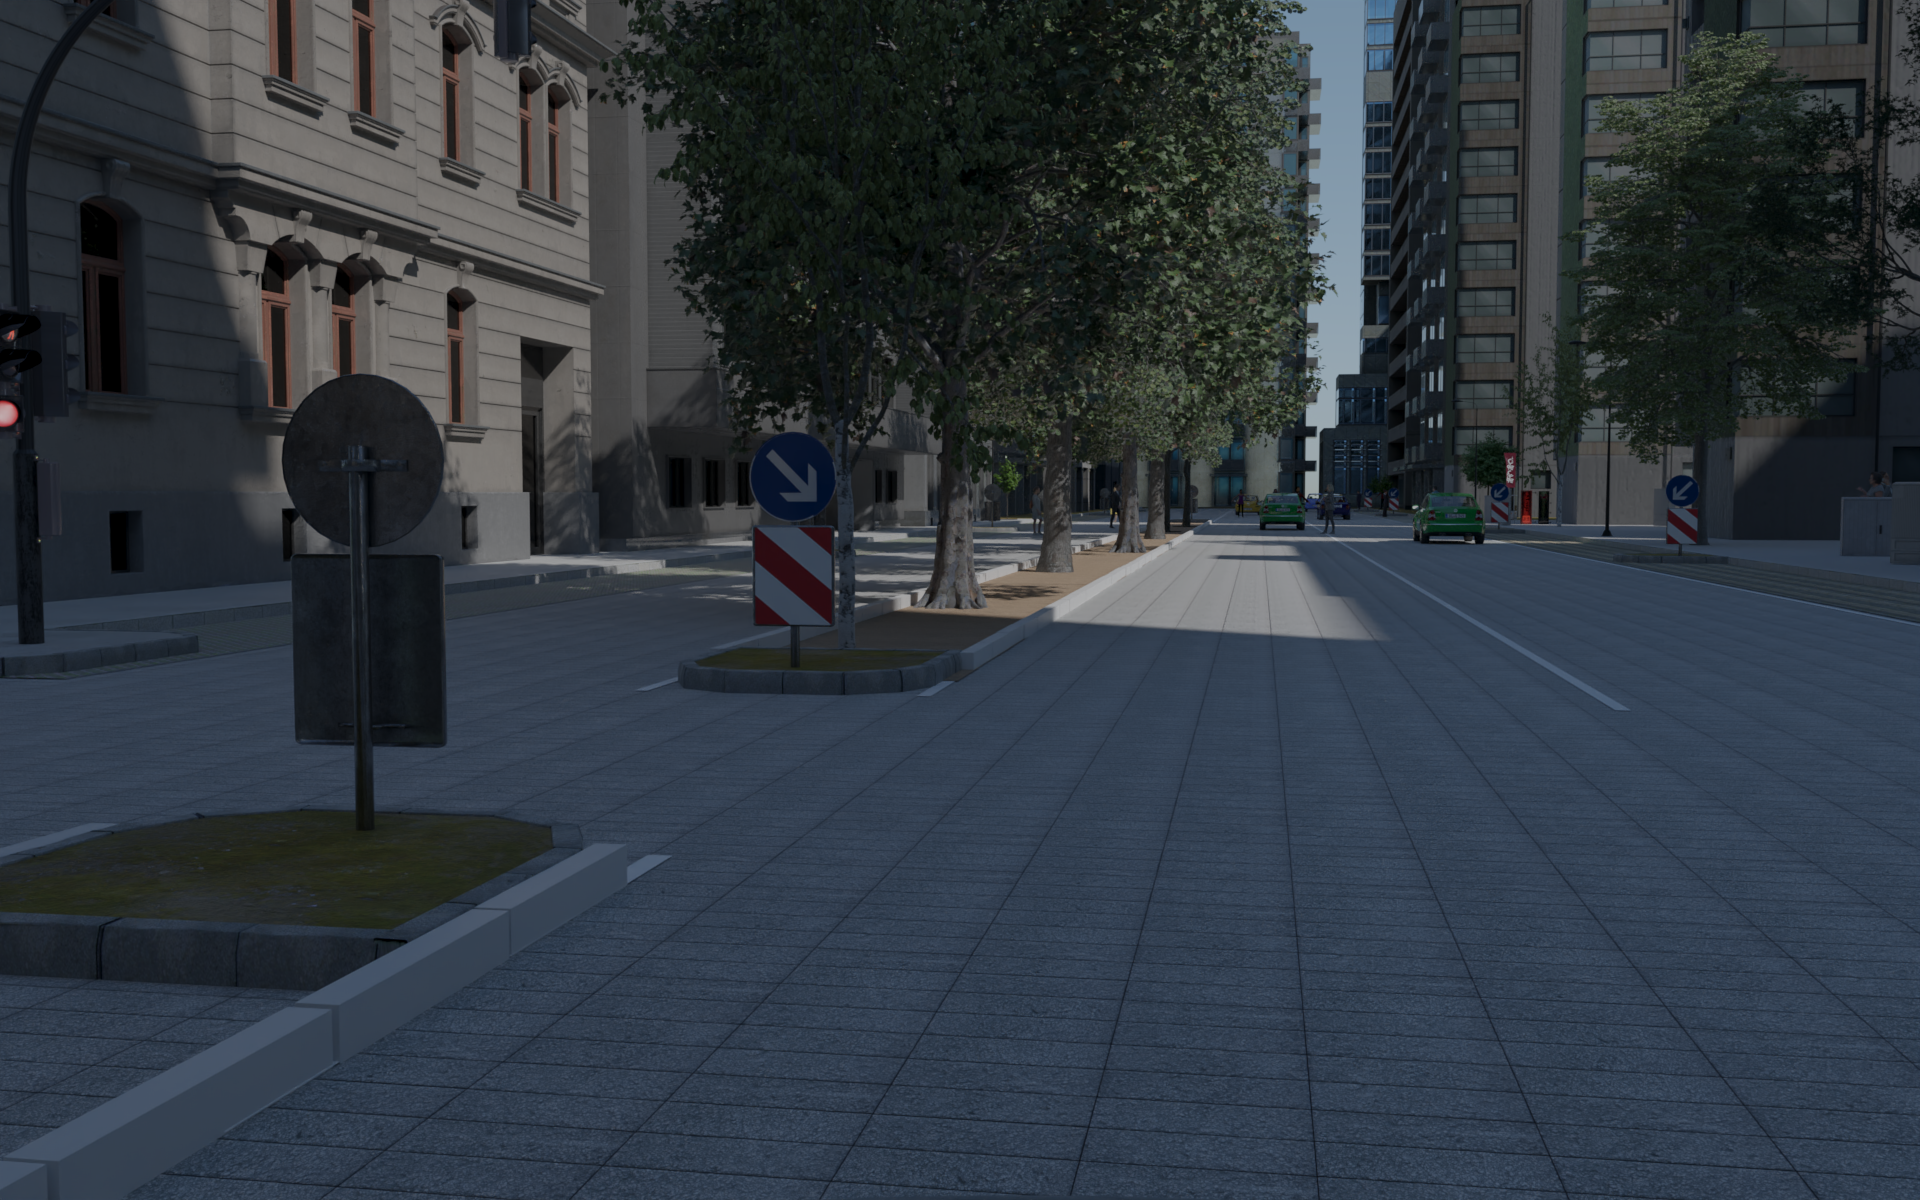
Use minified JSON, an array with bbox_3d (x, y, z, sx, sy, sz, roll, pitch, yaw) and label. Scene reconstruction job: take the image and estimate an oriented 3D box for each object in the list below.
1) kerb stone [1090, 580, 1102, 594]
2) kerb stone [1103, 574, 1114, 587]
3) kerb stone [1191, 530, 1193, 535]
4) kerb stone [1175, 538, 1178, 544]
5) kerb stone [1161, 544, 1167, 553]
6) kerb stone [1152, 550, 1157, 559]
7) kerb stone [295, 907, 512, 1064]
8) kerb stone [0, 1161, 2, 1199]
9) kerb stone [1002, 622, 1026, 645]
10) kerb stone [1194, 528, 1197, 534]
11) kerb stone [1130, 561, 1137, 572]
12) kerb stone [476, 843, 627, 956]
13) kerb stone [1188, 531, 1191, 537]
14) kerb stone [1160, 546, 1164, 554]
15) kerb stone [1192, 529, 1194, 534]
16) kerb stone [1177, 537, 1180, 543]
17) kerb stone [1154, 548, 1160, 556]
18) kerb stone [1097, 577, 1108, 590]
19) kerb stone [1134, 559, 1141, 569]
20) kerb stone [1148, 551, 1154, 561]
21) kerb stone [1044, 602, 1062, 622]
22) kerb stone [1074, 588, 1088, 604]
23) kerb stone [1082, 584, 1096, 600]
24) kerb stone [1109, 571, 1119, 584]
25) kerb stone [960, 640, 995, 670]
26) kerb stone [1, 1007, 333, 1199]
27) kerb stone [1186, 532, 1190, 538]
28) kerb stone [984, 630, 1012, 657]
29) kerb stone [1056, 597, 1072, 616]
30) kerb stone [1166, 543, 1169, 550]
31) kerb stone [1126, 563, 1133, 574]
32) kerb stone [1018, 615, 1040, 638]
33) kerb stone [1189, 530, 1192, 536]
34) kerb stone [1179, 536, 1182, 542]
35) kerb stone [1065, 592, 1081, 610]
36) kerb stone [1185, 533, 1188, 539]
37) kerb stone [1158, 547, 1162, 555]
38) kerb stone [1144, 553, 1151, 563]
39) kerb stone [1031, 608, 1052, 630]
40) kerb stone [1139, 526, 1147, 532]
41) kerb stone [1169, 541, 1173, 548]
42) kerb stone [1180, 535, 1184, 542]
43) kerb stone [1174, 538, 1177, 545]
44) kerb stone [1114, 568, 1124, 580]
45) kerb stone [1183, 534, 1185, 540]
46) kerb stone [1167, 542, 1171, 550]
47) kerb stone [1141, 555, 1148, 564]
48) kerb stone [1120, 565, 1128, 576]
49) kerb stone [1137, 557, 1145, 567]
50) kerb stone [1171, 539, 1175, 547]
[{"bbox_3d":[1.880,-0.146,24.634,0.120,0.150,1.000,1,4,10],"label":"kerb stone"},{"bbox_3d":[2.225,-0.270,26.649,0.120,0.150,1.000,1,4,10],"label":"kerb stone"},{"bbox_3d":[7.643,-2.190,58.001,0.120,0.150,1.000,1,4,10],"label":"kerb stone"},{"bbox_3d":[5.887,-1.571,47.892,0.120,0.150,1.000,1,4,10],"label":"kerb stone"},{"bbox_3d":[4.850,-1.200,41.813,0.120,0.150,1.000,1,4,10],"label":"kerb stone"},{"bbox_3d":[4.151,-0.952,37.765,0.120,0.150,1.000,1,4,10],"label":"kerb stone"},{"bbox_3d":[-1.533,1.061,4.853,0.120,0.150,1.000,1,4,10],"label":"kerb stone"},{"bbox_3d":[-1.892,1.184,2.838,0.120,0.150,1.000,1,4,10],"label":"kerb stone"},{"bbox_3d":[0.480,0.345,16.551,0.120,0.150,1.000,1,4,10],"label":"kerb stone"},{"bbox_3d":[8.167,-2.371,61.025,0.120,0.150,1.000,1,4,10],"label":"kerb stone"},{"bbox_3d":[3.106,-0.577,31.691,0.120,0.150,1.000,1,4,10],"label":"kerb stone"},{"bbox_3d":[-1.363,0.999,5.861,0.120,0.150,1.000,1,4,10],"label":"kerb stone"},{"bbox_3d":[7.291,-2.061,55.987,0.120,0.150,1.000,1,4,10],"label":"kerb stone"},{"bbox_3d":[4.669,-1.131,40.807,0.120,0.150,1.000,1,4,10],"label":"kerb stone"},{"bbox_3d":[7.819,-2.252,59.009,0.120,0.150,1.000,1,4,10],"label":"kerb stone"},{"bbox_3d":[6.067,-1.633,48.898,0.120,0.150,1.000,1,4,10],"label":"kerb stone"},{"bbox_3d":[4.324,-1.014,38.781,0.120,0.150,1.000,1,4,10],"label":"kerb stone"},{"bbox_3d":[2.051,-0.209,25.642,0.120,0.150,1.000,1,4,10],"label":"kerb stone"},{"bbox_3d":[3.276,-0.639,32.703,0.120,0.150,1.000,1,4,10],"label":"kerb stone"},{"bbox_3d":[3.968,-0.891,36.759,0.120,0.150,1.000,1,4,10],"label":"kerb stone"},{"bbox_3d":[1.010,0.160,19.586,0.120,0.150,1.000,1,4,10],"label":"kerb stone"},{"bbox_3d":[1.533,-0.025,22.612,0.120,0.150,1.000,1,4,10],"label":"kerb stone"},{"bbox_3d":[1.710,-0.087,23.625,0.120,0.150,1.000,1,4,10],"label":"kerb stone"},{"bbox_3d":[2.405,-0.330,27.655,0.120,0.150,1.000,1,4,10],"label":"kerb stone"},{"bbox_3d":[0.137,0.471,14.527,0.120,0.150,1.000,1,4,10],"label":"kerb stone"},{"bbox_3d":[-1.711,1.126,3.844,0.120,0.150,1.000,1,4,10],"label":"kerb stone"},{"bbox_3d":[7.125,-2.004,54.974,0.120,0.150,1.000,1,4,10],"label":"kerb stone"},{"bbox_3d":[0.312,0.409,15.542,0.120,0.150,1.000,1,4,10],"label":"kerb stone"},{"bbox_3d":[1.187,0.100,20.593,0.120,0.150,1.000,1,4,10],"label":"kerb stone"},{"bbox_3d":[5.019,-1.260,42.827,0.120,0.150,1.000,1,4,10],"label":"kerb stone"},{"bbox_3d":[2.926,-0.519,30.680,0.120,0.150,1.000,1,4,10],"label":"kerb stone"},{"bbox_3d":[0.662,0.284,17.557,0.120,0.150,1.000,1,4,10],"label":"kerb stone"},{"bbox_3d":[7.474,-2.128,56.992,0.120,0.150,1.000,1,4,10],"label":"kerb stone"},{"bbox_3d":[6.234,-1.695,49.916,0.120,0.150,1.000,1,4,10],"label":"kerb stone"},{"bbox_3d":[1.367,0.036,21.603,0.120,0.150,1.000,1,4,10],"label":"kerb stone"},{"bbox_3d":[6.941,-1.943,53.965,0.120,0.150,1.000,1,4,10],"label":"kerb stone"},{"bbox_3d":[4.492,-1.072,39.794,0.120,0.150,1.000,1,4,10],"label":"kerb stone"},{"bbox_3d":[3.800,-0.829,35.744,0.120,0.150,1.000,1,4,10],"label":"kerb stone"},{"bbox_3d":[0.838,0.221,18.578,0.120,0.150,1.000,1,4,10],"label":"kerb stone"},{"bbox_3d":[7.146,-2.768,67.463,0.120,0.150,1.000,1,4,10],"label":"kerb stone"},{"bbox_3d":[5.373,-1.383,44.847,0.120,0.150,1.000,1,4,10],"label":"kerb stone"},{"bbox_3d":[6.420,-1.756,50.929,0.120,0.150,1.000,1,4,10],"label":"kerb stone"},{"bbox_3d":[5.717,-1.510,46.877,0.120,0.150,1.000,1,4,10],"label":"kerb stone"},{"bbox_3d":[2.573,-0.396,28.666,0.120,0.150,1.000,1,4,10],"label":"kerb stone"},{"bbox_3d":[6.601,-1.817,51.935,0.120,0.150,1.000,1,4,10],"label":"kerb stone"},{"bbox_3d":[5.197,-1.323,43.833,0.120,0.150,1.000,1,4,10],"label":"kerb stone"},{"bbox_3d":[3.619,-0.765,34.733,0.120,0.150,1.000,1,4,10],"label":"kerb stone"},{"bbox_3d":[2.737,-0.457,29.675,0.120,0.150,1.000,1,4,10],"label":"kerb stone"},{"bbox_3d":[3.456,-0.703,33.719,0.120,0.150,1.000,1,4,10],"label":"kerb stone"},{"bbox_3d":[5.550,-1.448,45.864,0.120,0.150,1.000,1,4,10],"label":"kerb stone"}]
